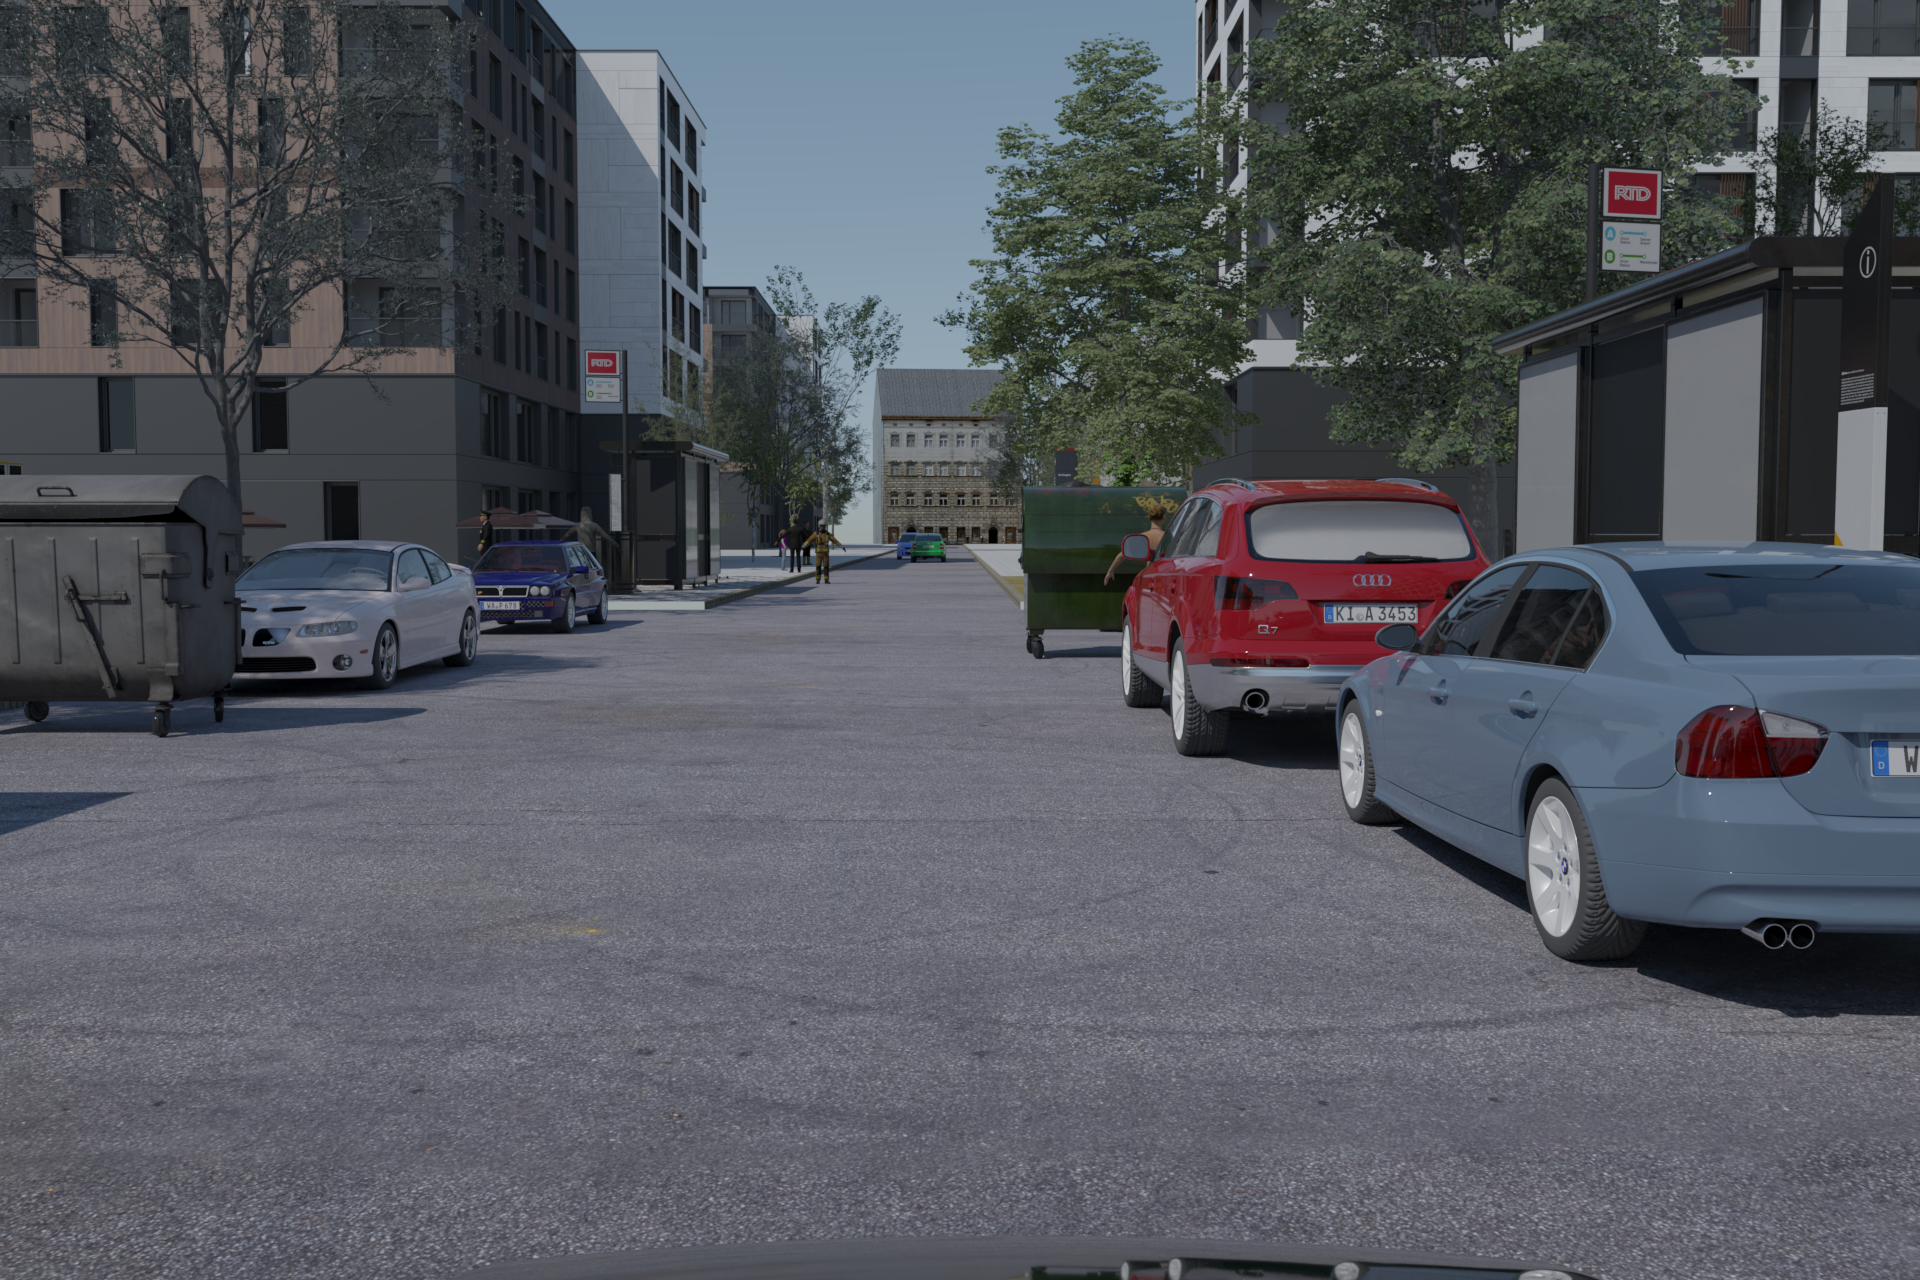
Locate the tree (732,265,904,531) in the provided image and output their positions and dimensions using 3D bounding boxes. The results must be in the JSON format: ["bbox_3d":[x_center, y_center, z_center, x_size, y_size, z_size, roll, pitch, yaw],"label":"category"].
[{"bbox_3d":[-11.172,-16.416,124.289,12.611,20.169,13.585,0,3,0],"label":"tree"}]

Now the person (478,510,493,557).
[{"bbox_3d":[-11.013,-2.093,40.161,0.705,1.837,1.347,-1,4,-12],"label":"person"}]

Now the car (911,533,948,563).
[{"bbox_3d":[-1.600,-4.851,88.117,1.959,1.807,4.718,0,4,-1],"label":"car"}]

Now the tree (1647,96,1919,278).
[{"bbox_3d":[18.781,-6.234,36.344,8.767,10.594,7.601,0,4,4],"label":"tree"}]

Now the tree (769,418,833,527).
[{"bbox_3d":[-10.100,-9.601,107.338,4.737,8.622,4.395,0,3,0],"label":"tree"}]

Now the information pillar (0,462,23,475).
[{"bbox_3d":[-9.782,-0.809,17.720,0.304,2.012,0.304,0,4,-1],"label":"information pillar"}]

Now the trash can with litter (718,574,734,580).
[{"bbox_3d":[-7.092,-2.357,49.602,1.678,1.210,2.233,0,4,-1],"label":"trash can with litter"}]

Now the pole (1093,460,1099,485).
[{"bbox_3d":[3.683,-3.241,46.839,0.158,3.312,0.155,0,3,0],"label":"pole"}]

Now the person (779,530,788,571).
[{"bbox_3d":[-6.091,-3.134,60.508,0.599,1.433,0.991,0,4,-2],"label":"person"}]

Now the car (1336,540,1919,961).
[{"bbox_3d":[2.837,0.299,7.121,2.014,1.417,4.499,0,4,-1],"label":"car"}]

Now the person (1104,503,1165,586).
[{"bbox_3d":[1.987,-0.485,17.196,1.217,1.733,0.721,2,4,28],"label":"person"}]

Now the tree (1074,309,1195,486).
[{"bbox_3d":[5.435,-6.425,55.410,4.737,8.622,4.395,0,3,0],"label":"tree"}]

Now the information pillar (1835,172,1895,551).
[{"bbox_3d":[6.008,-1.234,11.532,0.183,3.616,0.504,0,3,0],"label":"information pillar"}]

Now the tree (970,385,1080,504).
[{"bbox_3d":[5.704,-13.781,135.683,12.009,13.543,11.850,0,3,0],"label":"tree"}]

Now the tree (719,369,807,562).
[{"bbox_3d":[-9.184,-7.843,78.602,4.737,8.622,4.395,0,3,0],"label":"tree"}]

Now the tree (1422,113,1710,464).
[{"bbox_3d":[16.002,-7.790,45.492,7.486,12.596,7.792,0,3,0],"label":"tree"}]

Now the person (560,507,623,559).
[{"bbox_3d":[-7.227,-1.680,33.595,1.348,1.813,0.705,0,4,3],"label":"person"}]

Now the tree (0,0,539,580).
[{"bbox_3d":[-12.338,-7.264,29.143,12.009,13.543,11.850,0,3,0],"label":"tree"}]

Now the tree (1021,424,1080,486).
[{"bbox_3d":[5.697,-9.965,113.295,4.360,8.622,3.978,0,3,0],"label":"tree"}]

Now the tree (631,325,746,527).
[{"bbox_3d":[-9.407,-6.770,61.057,4.360,8.622,3.978,0,3,0],"label":"tree"}]

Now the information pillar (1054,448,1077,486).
[{"bbox_3d":[3.178,-3.843,52.213,0.750,3.857,0.750,0,4,-2],"label":"information pillar"}]

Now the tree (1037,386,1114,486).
[{"bbox_3d":[6.111,-8.173,83.996,4.360,8.622,3.978,0,3,0],"label":"tree"}]

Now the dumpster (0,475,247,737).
[{"bbox_3d":[-6.345,-0.271,12.646,1.865,1.857,1.264,0,4,0],"label":"dumpster"}]

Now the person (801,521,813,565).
[{"bbox_3d":[-6.292,-3.987,71.322,0.704,1.812,1.346,3,5,43],"label":"person"}]

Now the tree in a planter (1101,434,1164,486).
[{"bbox_3d":[3.013,-2.064,30.973,1.991,3.239,1.994,0,4,-1],"label":"tree in a planter"}]

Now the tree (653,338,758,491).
[{"bbox_3d":[-9.507,-7.017,65.093,4.360,8.622,3.978,0,3,0],"label":"tree"}]

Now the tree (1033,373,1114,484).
[{"bbox_3d":[5.518,-7.856,78.806,4.360,8.622,3.978,0,3,0],"label":"tree"}]

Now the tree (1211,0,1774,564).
[{"bbox_3d":[9.137,-7.521,29.622,9.857,13.997,8.962,0,3,0],"label":"tree"}]

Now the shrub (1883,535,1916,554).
[{"bbox_3d":[27.819,-2.901,51.844,1.690,2.028,1.600,0,3,0],"label":"shrub"}]

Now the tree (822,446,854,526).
[{"bbox_3d":[-18.392,-19.523,225.862,9.857,13.997,8.962,0,3,0],"label":"tree"}]

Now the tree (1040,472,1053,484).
[{"bbox_3d":[14.722,-19.628,227.576,9.857,13.997,8.962,0,3,0],"label":"tree"}]

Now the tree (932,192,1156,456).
[{"bbox_3d":[4.174,-14.811,98.051,12.611,20.169,13.585,0,3,0],"label":"tree"}]

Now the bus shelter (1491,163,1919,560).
[{"bbox_3d":[6.628,-2.380,16.541,2.179,5.291,8.768,0,4,0],"label":"bus shelter"}]

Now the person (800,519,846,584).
[{"bbox_3d":[-3.946,-2.540,49.747,1.354,1.858,0.705,-1,4,-14],"label":"person"}]

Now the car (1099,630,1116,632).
[{"bbox_3d":[2.884,-0.865,26.730,1.945,1.354,3.894,0,4,0],"label":"car"}]

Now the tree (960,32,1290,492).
[{"bbox_3d":[3.790,-7.480,40.421,7.486,12.596,7.792,0,3,0],"label":"tree"}]

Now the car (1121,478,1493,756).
[{"bbox_3d":[2.394,-0.248,12.736,2.281,1.827,5.304,0,4,-1],"label":"car"}]

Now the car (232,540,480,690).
[{"bbox_3d":[-6.209,-0.309,17.421,2.083,1.381,4.827,0,4,-1],"label":"car"}]

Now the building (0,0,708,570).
[{"bbox_3d":[-26.664,-13.904,71.301,27.936,21.610,32.646,0,3,0],"label":"building"}]

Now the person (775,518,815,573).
[{"bbox_3d":[-5.452,-3.124,57.301,1.346,1.802,0.704,-1,4,-14],"label":"person"}]

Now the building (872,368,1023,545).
[{"bbox_3d":[-1.968,-24.196,228.986,18.063,23.208,19.493,0,4,-6],"label":"building"}]

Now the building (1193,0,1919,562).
[{"bbox_3d":[22.958,-13.761,68.973,27.936,21.610,32.646,0,4,0],"label":"building"}]

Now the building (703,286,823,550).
[{"bbox_3d":[-27.584,-19.273,159.094,27.936,21.610,32.646,0,4,-1],"label":"building"}]

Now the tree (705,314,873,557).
[{"bbox_3d":[-10.009,-11.382,96.458,12.009,13.543,11.850,0,3,0],"label":"tree"}]

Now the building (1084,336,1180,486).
[{"bbox_3d":[21.129,-18.168,163.504,16.747,18.905,31.486,0,4,0],"label":"building"}]

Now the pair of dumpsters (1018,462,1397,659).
[{"bbox_3d":[2.895,-0.942,20.348,4.436,2.255,1.574,0,3,0],"label":"pair of dumpsters"}]

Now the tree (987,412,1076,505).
[{"bbox_3d":[5.516,-11.457,121.734,7.601,10.594,8.767,-1,4,-18],"label":"tree"}]

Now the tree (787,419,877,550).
[{"bbox_3d":[-10.377,-12.516,139.044,8.767,10.594,7.601,1,4,12],"label":"tree"}]

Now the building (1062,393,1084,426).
[{"bbox_3d":[21.553,-22.853,204.570,19.493,23.208,18.063,0,4,0],"label":"building"}]

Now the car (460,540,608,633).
[{"bbox_3d":[-6.493,-0.838,26.274,1.945,1.354,3.894,0,4,-1],"label":"car"}]

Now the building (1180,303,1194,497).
[{"bbox_3d":[24.618,-17.136,111.100,19.493,23.208,18.063,0,3,0],"label":"building"}]

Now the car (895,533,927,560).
[{"bbox_3d":[-2.705,-5.411,98.059,1.945,1.707,3.694,0,4,-1],"label":"car"}]

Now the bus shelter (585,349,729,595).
[{"bbox_3d":[-7.063,-3.842,40.441,2.179,5.291,8.768,0,3,0],"label":"bus shelter"}]

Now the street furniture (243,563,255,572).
[{"bbox_3d":[-20.150,-2.139,50.592,10.072,0.657,5.734,-1,4,-15],"label":"street furniture"}]
